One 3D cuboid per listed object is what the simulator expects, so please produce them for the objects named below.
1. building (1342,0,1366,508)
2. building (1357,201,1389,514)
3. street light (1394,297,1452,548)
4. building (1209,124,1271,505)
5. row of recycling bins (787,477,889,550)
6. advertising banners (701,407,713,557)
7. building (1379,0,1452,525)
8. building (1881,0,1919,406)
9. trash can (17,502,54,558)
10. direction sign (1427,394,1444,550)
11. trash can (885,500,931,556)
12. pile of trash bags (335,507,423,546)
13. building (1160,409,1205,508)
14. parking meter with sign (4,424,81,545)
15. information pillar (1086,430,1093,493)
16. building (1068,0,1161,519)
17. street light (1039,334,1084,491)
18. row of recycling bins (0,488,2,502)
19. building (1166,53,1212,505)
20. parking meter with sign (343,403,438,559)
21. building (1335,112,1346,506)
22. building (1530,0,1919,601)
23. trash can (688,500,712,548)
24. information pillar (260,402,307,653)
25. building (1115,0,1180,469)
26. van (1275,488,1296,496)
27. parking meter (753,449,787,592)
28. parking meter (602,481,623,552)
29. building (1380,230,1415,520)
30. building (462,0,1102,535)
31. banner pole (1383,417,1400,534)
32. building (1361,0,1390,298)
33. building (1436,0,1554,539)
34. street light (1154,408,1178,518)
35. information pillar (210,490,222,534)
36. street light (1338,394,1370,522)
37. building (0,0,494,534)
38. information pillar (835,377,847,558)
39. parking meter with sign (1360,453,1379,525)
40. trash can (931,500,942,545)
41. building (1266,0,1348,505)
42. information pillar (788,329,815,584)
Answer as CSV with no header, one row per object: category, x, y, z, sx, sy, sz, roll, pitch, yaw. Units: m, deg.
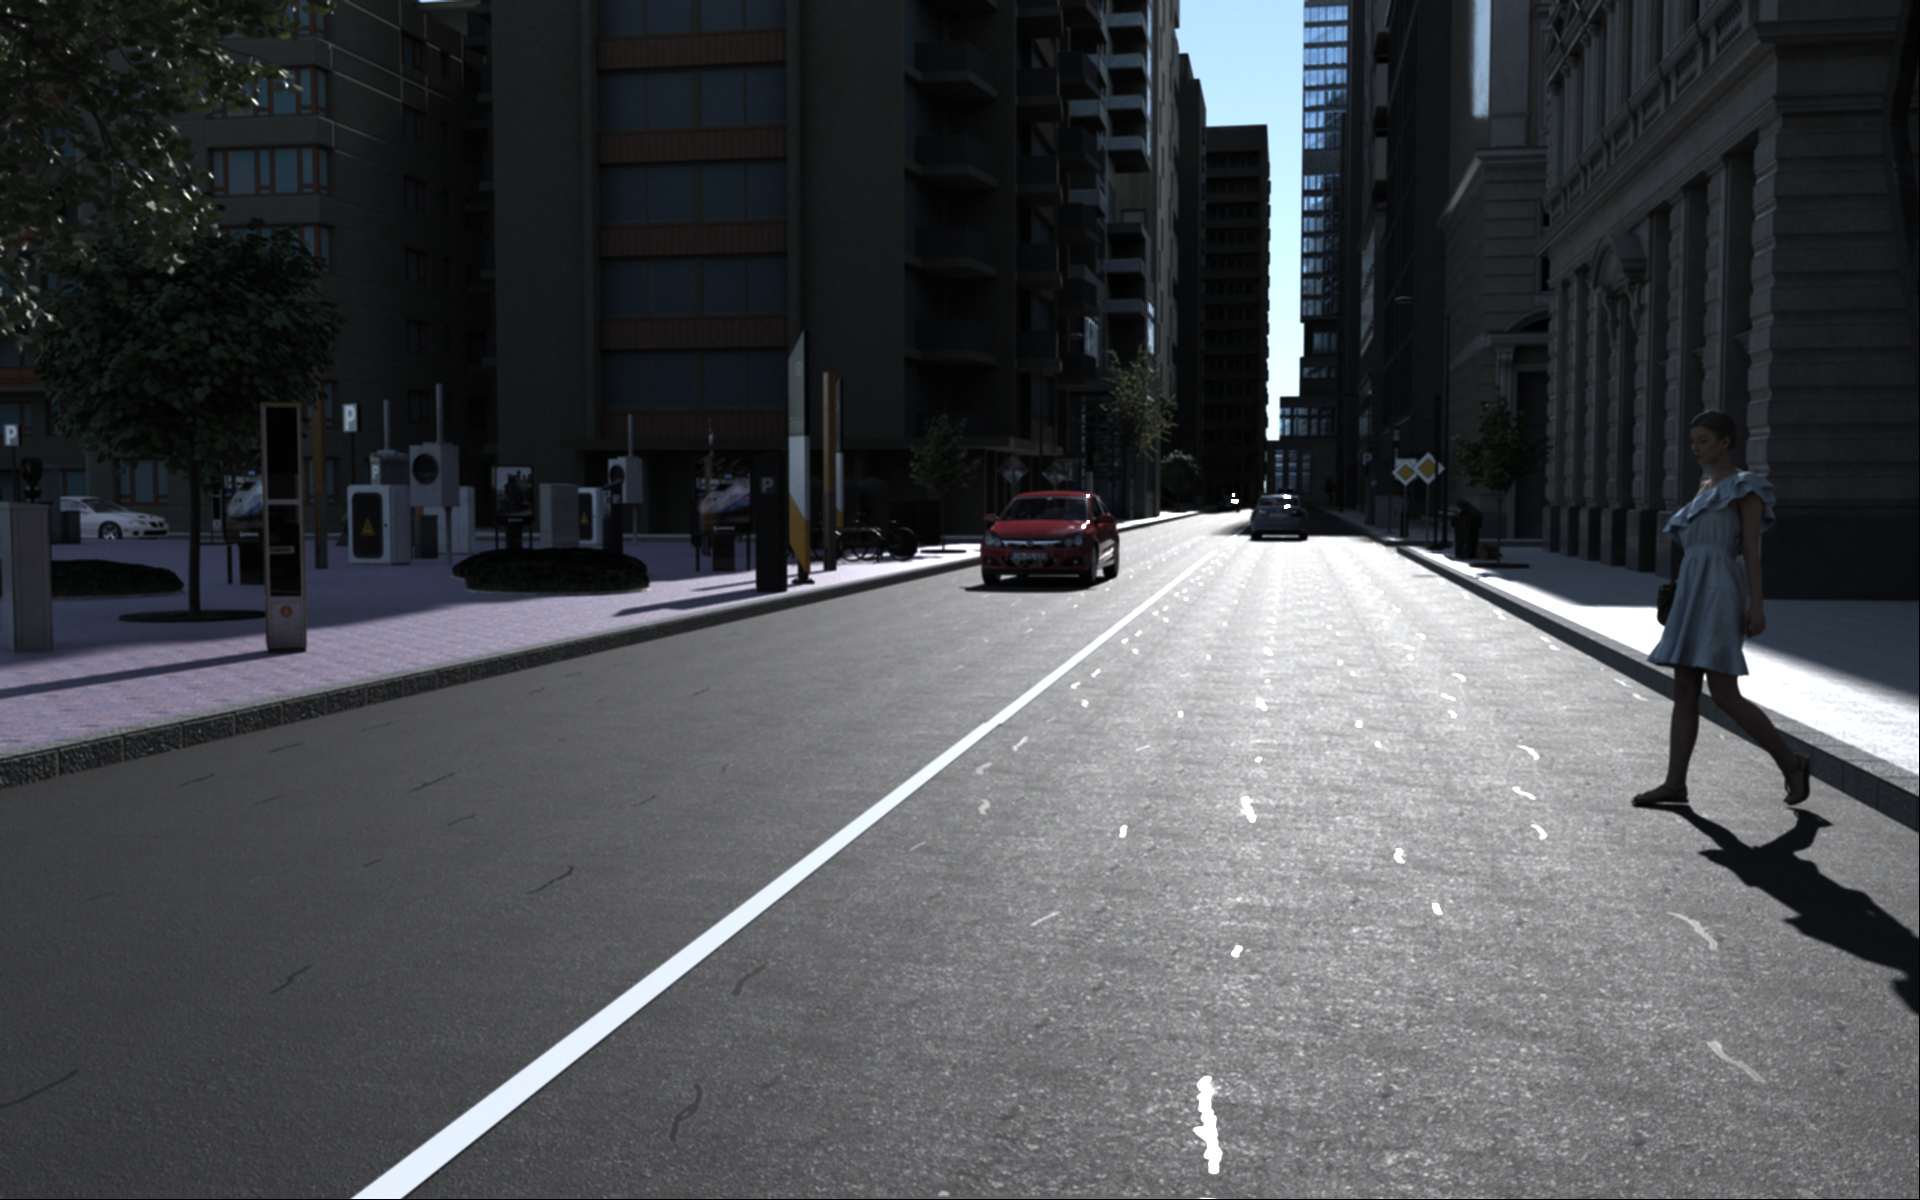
building,47.391,-38.098,164.905,21.231,58.520,28.212,1,4,11
building,31.102,-16.115,112.630,9.793,20.994,18.267,1,4,11
street light,10.955,-4.186,40.978,1.470,5.913,1.316,1,4,11
building,28.054,-36.398,218.812,21.600,48.544,21.300,1,4,11
row of recycling bins,-3.179,-2.077,41.078,3.534,1.692,1.069,-3,4,-38
advertising banners,-5.248,-2.429,35.903,0.090,3.025,2.074,-1,4,-14
building,25.577,-17.058,72.399,14.314,27.812,24.014,1,4,11
building,15.385,-8.730,10.184,16.820,18.784,16.811,1,4,11
trash can,-17.218,-1.254,32.156,0.748,1.137,0.748,0,3,0
direction sign,10.932,-2.919,39.723,0.379,3.537,0.876,1,4,22
trash can,-1.189,-1.492,36.046,0.748,1.137,0.748,0,3,0
pile of trash bags,-13.815,-2.001,42.476,3.447,1.369,1.912,3,5,44
building,7.073,-29.018,166.318,32.217,40.220,23.993,1,4,11
parking meter with sign,-23.244,-2.917,43.958,0.543,3.016,1.738,2,4,25
information pillar,4.791,-4.439,63.938,0.183,3.616,0.504,-1,4,-15
building,1.314,-48.313,102.584,22.319,86.520,31.000,1,4,11
street light,2.896,-4.769,50.514,1.470,5.913,1.316,1,4,11
row of recycling bins,-26.356,-2.267,44.181,3.534,1.692,1.069,-1,4,-12
building,15.746,-34.639,190.048,21.600,48.544,21.300,1,4,11
parking meter with sign,-11.171,-2.314,34.092,0.543,3.016,1.738,3,5,42
building,48.039,-30.821,187.509,14.154,41.232,14.086,1,4,11
building,16.163,-12.213,28.562,11.050,23.489,19.941,1,4,11
trash can,-6.158,-1.830,41.578,0.748,1.137,0.748,0,3,0
information pillar,-5.498,-0.586,14.076,0.304,2.012,0.304,-2,4,-23
building,3.536,-33.706,140.335,28.713,52.752,27.495,1,4,11
van,35.221,-11.199,187.489,2.240,2.365,5.245,1,4,10
parking meter,-2.488,-1.040,22.709,0.399,1.863,0.255,1,4,15
parking meter,-6.574,-1.490,32.770,0.372,1.533,0.369,0,3,0
building,28.657,-14.034,94.076,10.561,19.102,19.286,1,4,11
building,-6.347,-25.208,66.771,22.147,44.769,28.867,1,4,11
banner pole,14.044,-4.042,56.102,0.401,3.779,0.863,-1,4,-13
building,46.137,-33.504,137.023,28.713,52.752,27.495,1,4,11
building,25.421,-16.323,52.783,20.117,28.700,13.634,1,4,11
street light,11.046,-7.399,93.518,1.470,5.913,1.316,1,4,11
information pillar,-24.168,-3.164,56.226,0.304,2.012,0.304,-2,4,-34
street light,18.327,-6.577,80.068,1.470,5.913,1.316,1,4,11
building,-32.161,-13.869,71.791,28.899,21.520,27.650,1,4,11
information pillar,-2.542,-2.669,34.991,0.504,3.616,0.183,3,5,40
parking meter with sign,17.104,-4.632,71.999,0.543,3.016,1.738,0,4,-1
trash can,-0.774,-1.956,43.642,0.748,1.137,0.748,0,3,0
building,53.988,-55.082,213.257,31.000,86.520,22.319,1,4,11
information pillar,-2.297,-2.047,24.820,0.183,3.616,0.504,-2,4,-34
